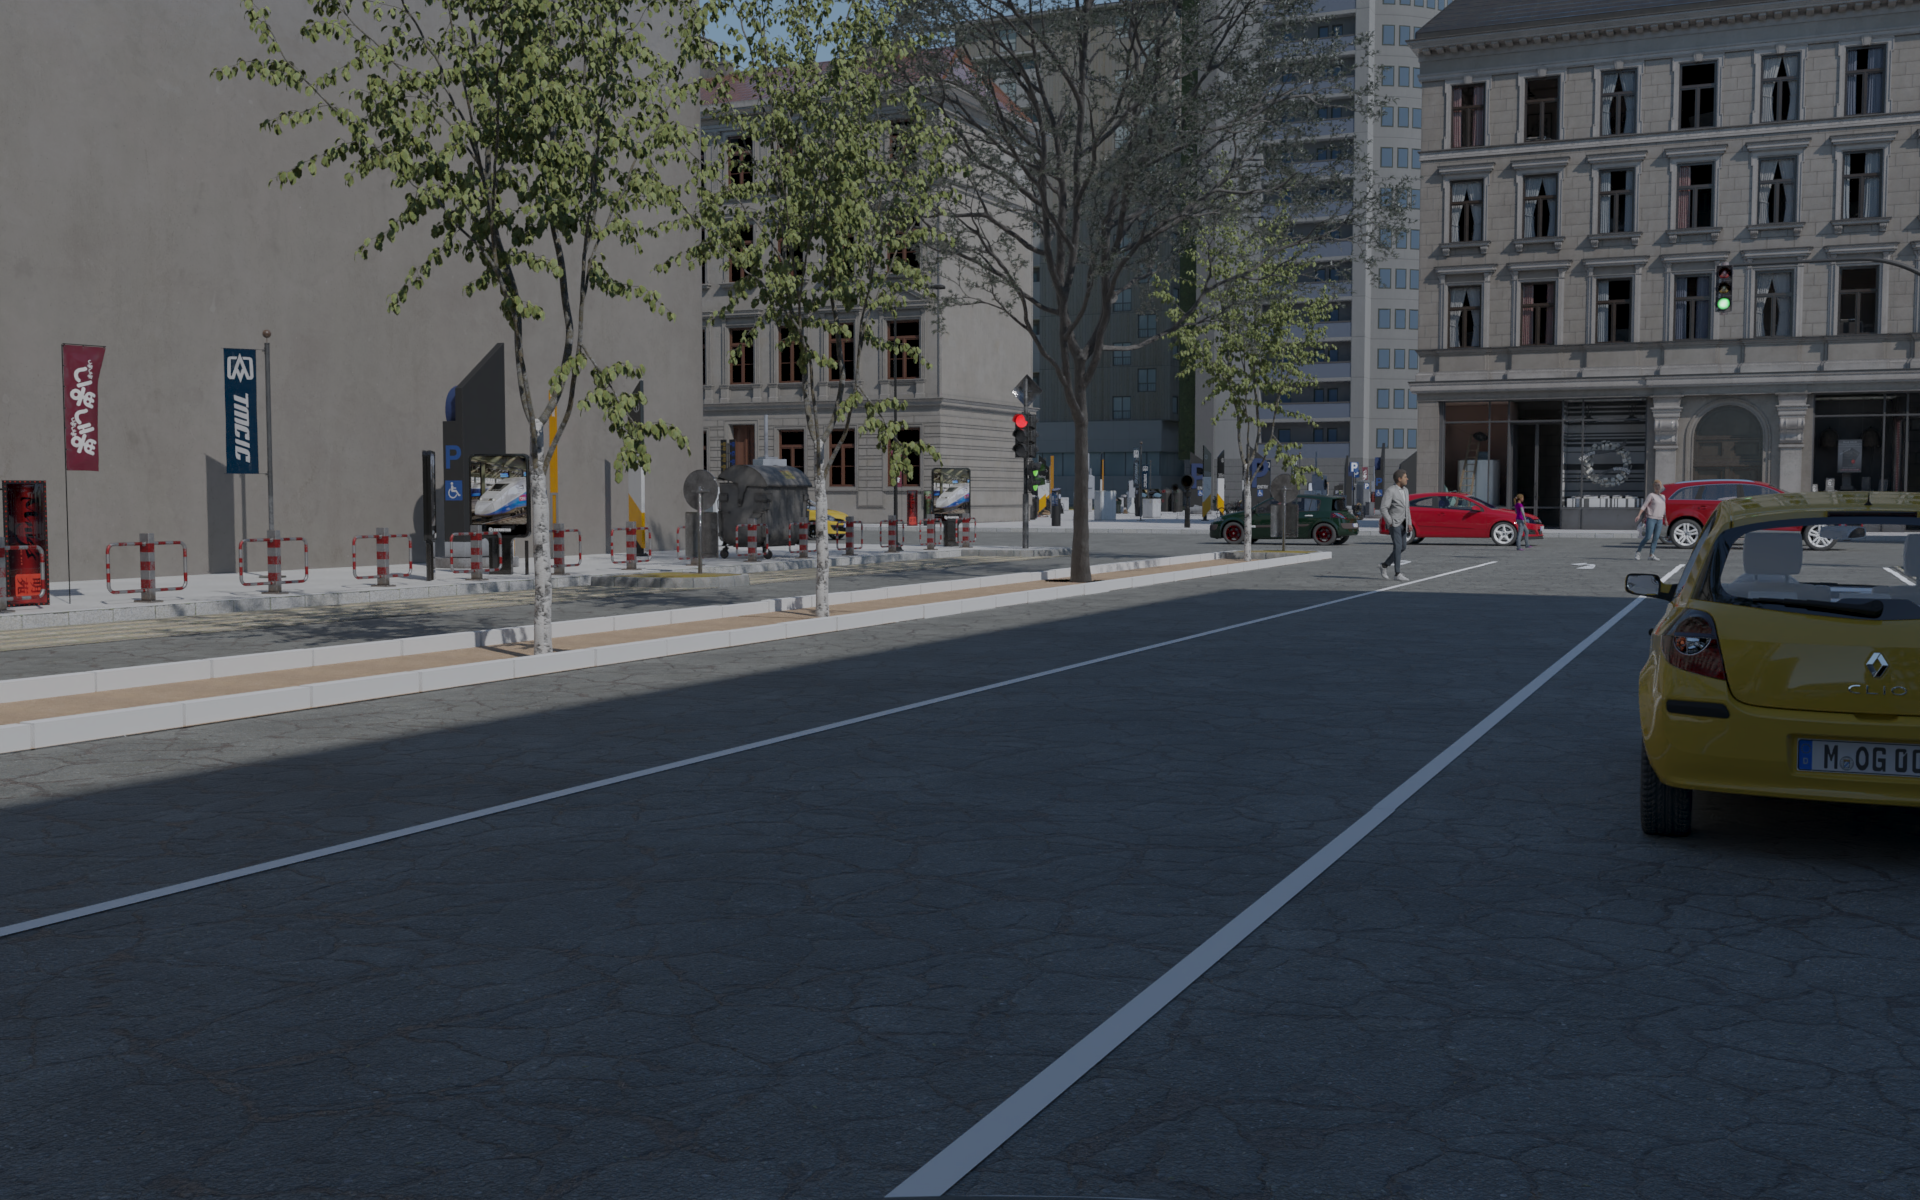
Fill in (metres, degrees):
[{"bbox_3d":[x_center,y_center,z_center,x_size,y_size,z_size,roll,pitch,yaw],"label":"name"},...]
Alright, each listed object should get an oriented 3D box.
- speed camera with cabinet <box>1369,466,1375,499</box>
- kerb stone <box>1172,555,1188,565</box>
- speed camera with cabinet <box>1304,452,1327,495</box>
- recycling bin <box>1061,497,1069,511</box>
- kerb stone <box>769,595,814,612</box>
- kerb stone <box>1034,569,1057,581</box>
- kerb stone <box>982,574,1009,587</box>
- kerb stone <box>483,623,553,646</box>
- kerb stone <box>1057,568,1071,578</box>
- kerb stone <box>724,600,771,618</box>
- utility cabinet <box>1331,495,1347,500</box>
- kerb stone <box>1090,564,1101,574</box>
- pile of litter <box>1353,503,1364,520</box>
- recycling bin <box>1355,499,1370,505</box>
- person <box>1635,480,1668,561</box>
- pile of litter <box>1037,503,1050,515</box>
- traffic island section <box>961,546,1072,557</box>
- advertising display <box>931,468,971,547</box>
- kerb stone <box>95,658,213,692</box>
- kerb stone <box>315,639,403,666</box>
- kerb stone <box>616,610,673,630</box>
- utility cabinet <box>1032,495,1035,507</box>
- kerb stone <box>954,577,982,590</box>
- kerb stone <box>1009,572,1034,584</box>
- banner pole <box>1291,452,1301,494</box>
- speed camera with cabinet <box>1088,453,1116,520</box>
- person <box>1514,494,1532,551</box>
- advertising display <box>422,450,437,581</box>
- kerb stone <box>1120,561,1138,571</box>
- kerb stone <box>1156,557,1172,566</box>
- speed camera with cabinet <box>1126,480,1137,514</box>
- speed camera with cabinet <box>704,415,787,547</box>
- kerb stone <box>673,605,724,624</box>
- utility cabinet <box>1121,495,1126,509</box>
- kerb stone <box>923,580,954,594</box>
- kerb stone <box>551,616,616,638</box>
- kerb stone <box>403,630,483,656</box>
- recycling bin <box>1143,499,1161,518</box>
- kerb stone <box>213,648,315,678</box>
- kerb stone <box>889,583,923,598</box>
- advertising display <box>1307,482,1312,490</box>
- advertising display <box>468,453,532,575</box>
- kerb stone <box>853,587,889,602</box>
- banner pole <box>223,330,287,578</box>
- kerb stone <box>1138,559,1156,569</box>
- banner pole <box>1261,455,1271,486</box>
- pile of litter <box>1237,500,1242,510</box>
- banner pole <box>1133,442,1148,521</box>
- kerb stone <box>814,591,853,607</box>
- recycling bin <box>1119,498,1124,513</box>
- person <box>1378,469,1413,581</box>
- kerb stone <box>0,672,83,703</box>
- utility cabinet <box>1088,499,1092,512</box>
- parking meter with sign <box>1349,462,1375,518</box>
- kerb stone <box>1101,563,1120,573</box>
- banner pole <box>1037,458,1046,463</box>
[{"bbox_3d":[29.151,-7.810,122.031,0.660,3.252,2.038,2,4,30],"label":"speed camera with cabinet"},{"bbox_3d":[4.386,-0.801,35.299,0.120,0.150,1.000,2,4,25],"label":"kerb stone"},{"bbox_3d":[16.459,-5.246,80.106,0.660,3.252,2.038,2,4,26],"label":"speed camera with cabinet"},{"bbox_3d":[7.783,-7.233,130.815,0.722,1.027,0.722,-1,4,-10],"label":"recycling bin"},{"bbox_3d":[-2.137,0.053,21.334,0.120,0.150,1.000,2,4,25],"label":"kerb stone"},{"bbox_3d":[1.333,-0.390,28.791,0.120,0.150,1.000,2,4,25],"label":"kerb stone"},{"bbox_3d":[0.474,-0.290,26.929,0.120,0.150,1.000,2,4,25],"label":"kerb stone"},{"bbox_3d":[-4.313,0.344,16.675,0.120,0.150,1.000,2,4,25],"label":"kerb stone"},{"bbox_3d":[1.774,-0.460,29.716,0.120,0.150,1.000,2,4,25],"label":"kerb stone"},{"bbox_3d":[-2.571,0.122,20.406,0.120,0.150,1.000,2,4,25],"label":"kerb stone"},{"bbox_3d":[17.851,-4.356,82.387,1.020,1.237,0.306,-1,4,-13],"label":"utility cabinet"},{"bbox_3d":[2.212,-0.512,30.648,0.120,0.150,1.000,2,4,25],"label":"kerb stone"},{"bbox_3d":[19.374,-4.375,85.499,1.176,0.858,1.719,3,4,38],"label":"pile of litter"},{"bbox_3d":[22.881,-5.252,98.420,0.722,1.027,0.722,0,4,2],"label":"recycling bin"},{"bbox_3d":[14.839,-1.726,37.395,0.731,1.740,0.598,-2,4,-30],"label":"person"},{"bbox_3d":[4.992,-5.589,105.338,1.719,0.858,1.176,2,4,27],"label":"pile of litter"},{"bbox_3d":[1.524,-1.130,40.759,2.009,0.180,2.903,2,4,25],"label":"traffic island section"},{"bbox_3d":[-0.218,-2.266,42.266,0.974,1.923,0.123,-1,4,-16],"label":"advertising display"},{"bbox_3d":[-6.055,0.566,12.945,0.120,0.150,1.000,2,4,25],"label":"kerb stone"},{"bbox_3d":[-5.187,0.457,14.808,0.120,0.150,1.000,2,4,25],"label":"kerb stone"},{"bbox_3d":[-3.439,0.225,18.535,0.120,0.150,1.000,2,4,25],"label":"kerb stone"},{"bbox_3d":[3.508,-4.936,91.863,1.020,1.237,0.306,-3,4,-39],"label":"utility cabinet"},{"bbox_3d":[0.037,-0.229,26.001,0.120,0.150,1.000,2,4,25],"label":"kerb stone"},{"bbox_3d":[0.904,-0.346,27.859,0.120,0.150,1.000,2,4,25],"label":"kerb stone"},{"bbox_3d":[20.058,-6.926,103.262,0.863,3.779,0.401,-2,4,-24],"label":"banner pole"},{"bbox_3d":[6.653,-5.504,84.319,2.038,3.252,0.660,-2,4,-35],"label":"speed camera with cabinet"},{"bbox_3d":[14.357,-1.971,43.965,0.776,1.435,0.726,0,4,-7],"label":"person"},{"bbox_3d":[-7.917,-1.263,25.866,0.123,1.923,0.974,-1,4,-13],"label":"advertising display"},{"bbox_3d":[3.080,-0.631,32.510,0.120,0.150,1.000,2,4,25],"label":"kerb stone"},{"bbox_3d":[3.944,-0.745,34.374,0.120,0.150,1.000,2,4,25],"label":"kerb stone"},{"bbox_3d":[11.294,-7.309,113.835,0.660,3.252,2.038,0,4,1],"label":"speed camera with cabinet"},{"bbox_3d":[-5.298,-2.963,42.779,2.038,3.252,0.660,-2,4,-35],"label":"speed camera with cabinet"},{"bbox_3d":[-3.001,0.166,19.474,0.120,0.150,1.000,2,4,25],"label":"kerb stone"},{"bbox_3d":[12.997,-7.572,134.965,1.020,1.237,0.306,-3,4,-39],"label":"utility cabinet"},{"bbox_3d":[-0.393,-0.176,25.067,0.120,0.150,1.000,2,4,25],"label":"kerb stone"},{"bbox_3d":[-3.879,0.281,17.609,0.120,0.150,1.000,2,4,25],"label":"kerb stone"},{"bbox_3d":[-4.745,0.398,15.733,0.120,0.150,1.000,2,4,25],"label":"kerb stone"},{"bbox_3d":[10.220,-4.879,92.324,0.722,1.027,0.722,3,5,43],"label":"recycling bin"},{"bbox_3d":[-5.618,0.509,13.878,0.120,0.150,1.000,2,4,25],"label":"kerb stone"},{"bbox_3d":[-0.829,-0.118,24.139,0.120,0.150,1.000,2,4,25],"label":"kerb stone"},{"bbox_3d":[19.355,-5.443,94.210,0.974,1.923,0.123,-1,4,-14],"label":"advertising display"},{"bbox_3d":[-7.309,-1.365,27.537,0.974,1.923,0.123,0,4,5],"label":"advertising display"},{"bbox_3d":[-1.263,-0.055,23.205,0.120,0.150,1.000,2,4,25],"label":"kerb stone"},{"bbox_3d":[-10.740,-2.221,26.334,0.863,3.779,0.401,-2,4,-34],"label":"banner pole"},{"bbox_3d":[3.515,-0.688,33.443,0.120,0.150,1.000,2,4,25],"label":"kerb stone"},{"bbox_3d":[19.699,-7.465,112.068,0.863,3.779,0.401,1,4,19],"label":"banner pole"},{"bbox_3d":[20.924,-6.922,127.143,1.176,0.858,1.719,3,5,43],"label":"pile of litter"},{"bbox_3d":[8.490,-5.661,82.566,0.401,3.779,0.863,3,5,42],"label":"banner pole"},{"bbox_3d":[-1.700,-0.004,22.271,0.120,0.150,1.000,2,4,25],"label":"kerb stone"},{"bbox_3d":[10.605,-6.339,116.190,0.722,1.027,0.722,0,4,7],"label":"recycling bin"},{"bbox_3d":[7.206,-1.251,28.806,0.661,1.843,0.795,-3,4,-36],"label":"person"},{"bbox_3d":[-6.481,0.623,12.012,0.120,0.150,1.000,2,4,25],"label":"kerb stone"},{"bbox_3d":[9.041,-6.839,122.981,0.306,1.237,1.020,2,4,30],"label":"utility cabinet"},{"bbox_3d":[21.775,-5.956,93.643,0.543,3.016,1.738,-1,4,-23],"label":"parking meter with sign"},{"bbox_3d":[2.643,-0.574,31.583,0.120,0.150,1.000,2,4,25],"label":"kerb stone"},{"bbox_3d":[5.677,-7.934,119.744,0.863,3.779,0.401,2,4,32],"label":"banner pole"}]
